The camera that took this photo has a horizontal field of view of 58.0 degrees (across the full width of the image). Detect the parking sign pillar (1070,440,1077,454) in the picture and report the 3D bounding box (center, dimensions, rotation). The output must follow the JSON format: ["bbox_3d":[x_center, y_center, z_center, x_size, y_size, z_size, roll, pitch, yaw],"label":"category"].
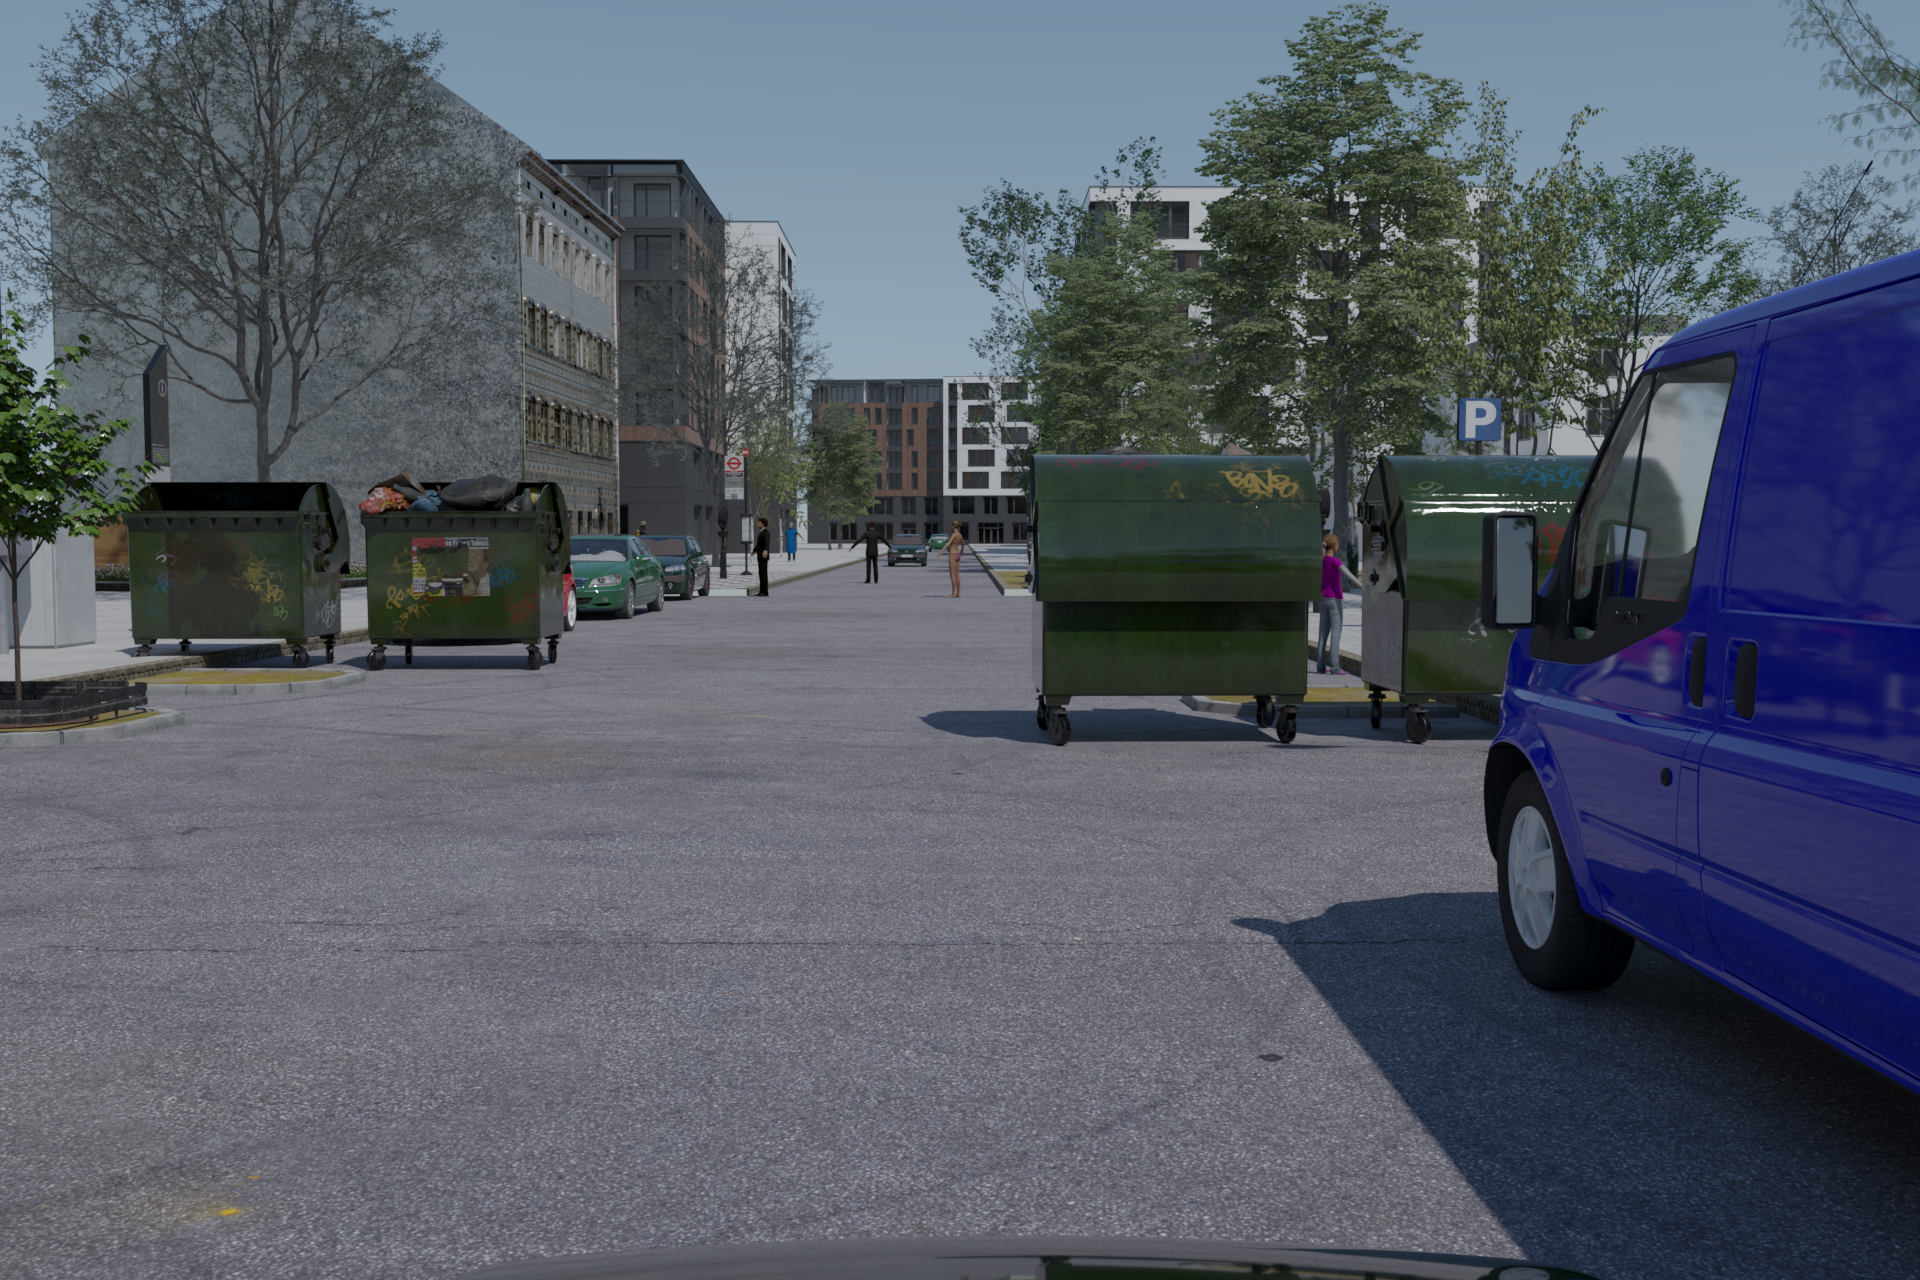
[{"bbox_3d":[3.383,-3.772,50.148,1.447,3.967,1.447,0,4,0],"label":"parking sign pillar"}]

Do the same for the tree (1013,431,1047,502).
[{"bbox_3d":[5.517,-10.520,122.372,4.737,8.622,4.395,0,3,0],"label":"tree"}]

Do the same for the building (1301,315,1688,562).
[{"bbox_3d":[23.159,-8.455,80.386,9.099,9.664,28.070,0,4,0],"label":"building"}]

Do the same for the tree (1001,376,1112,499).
[{"bbox_3d":[5.790,-9.833,95.178,7.601,10.594,8.767,-1,4,-10],"label":"tree"}]

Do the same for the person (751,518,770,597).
[{"bbox_3d":[-4.554,-1.904,39.769,0.705,1.806,1.347,-1,4,-19],"label":"person"}]

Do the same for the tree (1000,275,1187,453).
[{"bbox_3d":[5.447,-8.818,69.935,9.928,11.665,9.643,0,3,0],"label":"tree"}]

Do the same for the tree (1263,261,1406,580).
[{"bbox_3d":[10.769,-5.852,46.040,4.360,8.622,3.978,0,3,0],"label":"tree"}]

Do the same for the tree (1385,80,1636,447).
[{"bbox_3d":[9.079,-4.755,28.110,4.737,8.622,4.395,0,3,0],"label":"tree"}]

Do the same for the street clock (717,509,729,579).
[{"bbox_3d":[-6.817,-2.768,49.834,0.358,2.002,0.471,0,4,2],"label":"street clock"}]

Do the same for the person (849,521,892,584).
[{"bbox_3d":[-2.564,-2.539,50.195,1.346,1.802,0.704,-1,4,-23],"label":"person"}]

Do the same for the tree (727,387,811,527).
[{"bbox_3d":[-9.596,-8.261,85.430,4.737,8.622,4.395,0,3,0],"label":"tree"}]

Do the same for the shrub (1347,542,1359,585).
[{"bbox_3d":[9.586,-1.985,43.576,1.383,1.207,1.383,0,3,0],"label":"shrub"}]

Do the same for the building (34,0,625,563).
[{"bbox_3d":[-26.408,-15.052,77.027,19.493,23.208,18.063,0,4,1],"label":"building"}]

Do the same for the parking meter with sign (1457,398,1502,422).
[{"bbox_3d":[6.672,-1.543,21.492,0.543,3.016,1.738,0,4,0],"label":"parking meter with sign"}]

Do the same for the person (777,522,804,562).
[{"bbox_3d":[-7.792,-4.513,79.919,1.347,1.817,0.704,1,4,14],"label":"person"}]

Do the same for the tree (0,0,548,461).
[{"bbox_3d":[-12.788,-7.428,31.817,12.009,13.543,11.850,0,3,0],"label":"tree"}]

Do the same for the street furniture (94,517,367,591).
[{"bbox_3d":[-17.487,-2.067,40.646,11.010,1.723,9.812,0,4,7],"label":"street furniture"}]

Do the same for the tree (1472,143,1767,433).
[{"bbox_3d":[17.488,-7.382,46.445,9.928,11.665,9.643,0,3,0],"label":"tree"}]

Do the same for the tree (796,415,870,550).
[{"bbox_3d":[-10.469,-12.284,135.258,7.601,10.594,8.767,1,4,19],"label":"tree"}]

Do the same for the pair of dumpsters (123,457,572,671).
[{"bbox_3d":[-6.514,-0.833,18.575,4.436,2.255,1.574,0,3,0],"label":"pair of dumpsters"}]

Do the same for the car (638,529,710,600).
[{"bbox_3d":[-6.660,-1.767,38.684,2.009,1.686,4.222,0,3,0],"label":"car"}]

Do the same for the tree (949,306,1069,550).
[{"bbox_3d":[5.260,-17.608,143.774,12.611,20.169,13.585,0,3,0],"label":"tree"}]

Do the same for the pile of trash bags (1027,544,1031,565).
[{"bbox_3d":[2.983,-2.630,52.752,1.912,1.369,3.447,0,4,-2],"label":"pile of trash bags"}]

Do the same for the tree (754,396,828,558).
[{"bbox_3d":[-9.341,-8.619,91.287,4.737,8.622,4.395,0,3,0],"label":"tree"}]

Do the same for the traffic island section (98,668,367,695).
[{"bbox_3d":[-6.769,0.397,16.380,1.991,0.108,1.994,0,3,0],"label":"traffic island section"}]

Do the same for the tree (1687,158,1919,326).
[{"bbox_3d":[28.234,-8.960,56.873,12.009,13.543,11.850,0,3,0],"label":"tree"}]

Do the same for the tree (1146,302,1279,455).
[{"bbox_3d":[7.740,-6.318,53.663,4.360,8.622,3.978,0,3,0],"label":"tree"}]

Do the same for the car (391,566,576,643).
[{"bbox_3d":[-6.590,-0.919,24.072,2.155,1.783,4.494,0,4,0],"label":"car"}]

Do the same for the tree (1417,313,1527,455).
[{"bbox_3d":[17.087,-6.486,56.413,4.360,8.622,3.978,0,3,0],"label":"tree"}]

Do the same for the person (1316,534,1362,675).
[{"bbox_3d":[3.829,-0.365,17.698,0.599,1.433,0.991,-2,4,-34],"label":"person"}]

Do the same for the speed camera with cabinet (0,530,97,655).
[{"bbox_3d":[-10.386,-1.521,19.204,0.660,3.252,2.038,0,4,0],"label":"speed camera with cabinet"}]

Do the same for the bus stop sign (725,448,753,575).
[{"bbox_3d":[-6.886,-3.991,53.952,0.855,3.939,0.416,0,4,1],"label":"bus stop sign"}]

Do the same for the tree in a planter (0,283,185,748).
[{"bbox_3d":[-6.841,-0.934,12.488,1.991,3.239,1.994,0,4,1],"label":"tree in a planter"}]

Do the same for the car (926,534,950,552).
[{"bbox_3d":[-1.636,-7.816,139.582,2.131,1.459,4.920,0,4,-1],"label":"car"}]

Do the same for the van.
[{"bbox_3d":[2.725,0.041,3.713,2.240,2.365,5.245,0,4,-1],"label":"van"}]

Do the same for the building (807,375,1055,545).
[{"bbox_3d":[-2.860,-23.856,236.480,32.646,21.610,27.936,0,4,6],"label":"building"}]

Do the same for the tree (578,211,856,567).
[{"bbox_3d":[-9.484,-9.564,66.734,12.009,13.543,11.850,0,3,0],"label":"tree"}]

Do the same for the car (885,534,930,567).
[{"bbox_3d":[-2.335,-4.135,77.392,2.009,1.686,4.222,0,4,0],"label":"car"}]

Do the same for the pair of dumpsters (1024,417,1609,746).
[{"bbox_3d":[2.666,-0.447,12.257,4.436,2.255,1.574,0,4,-1],"label":"pair of dumpsters"}]

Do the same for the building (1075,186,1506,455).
[{"bbox_3d":[21.546,-16.776,118.269,27.936,21.610,32.646,0,3,0],"label":"building"}]

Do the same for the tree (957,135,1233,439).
[{"bbox_3d":[6.534,-13.843,82.230,12.611,20.169,13.585,0,3,0],"label":"tree"}]

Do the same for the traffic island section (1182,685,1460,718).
[{"bbox_3d":[2.900,0.511,14.506,1.991,0.108,1.994,0,4,0],"label":"traffic island section"}]

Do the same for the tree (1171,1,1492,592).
[{"bbox_3d":[8.078,-7.316,37.739,7.486,12.596,7.792,0,3,0],"label":"tree"}]

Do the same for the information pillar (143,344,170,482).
[{"bbox_3d":[-9.806,-1.826,21.202,0.183,3.616,0.504,0,4,1],"label":"information pillar"}]

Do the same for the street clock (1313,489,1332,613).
[{"bbox_3d":[5.845,-1.439,28.095,0.358,2.002,0.471,0,4,0],"label":"street clock"}]

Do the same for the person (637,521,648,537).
[{"bbox_3d":[-14.018,-4.346,76.837,0.705,1.856,1.354,-2,4,-25],"label":"person"}]

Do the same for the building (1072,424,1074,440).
[{"bbox_3d":[24.130,-20.449,178.313,27.936,21.610,32.646,0,4,0],"label":"building"}]

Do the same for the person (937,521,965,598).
[{"bbox_3d":[-0.189,-1.820,39.010,0.721,1.733,1.217,2,4,26],"label":"person"}]

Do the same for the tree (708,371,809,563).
[{"bbox_3d":[-9.406,-7.702,76.292,4.360,8.622,3.978,0,3,0],"label":"tree"}]

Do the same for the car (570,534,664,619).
[{"bbox_3d":[-6.439,-1.156,30.695,2.131,1.459,4.920,0,4,0],"label":"car"}]

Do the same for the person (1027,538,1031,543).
[{"bbox_3d":[3.391,-4.003,71.590,1.345,1.843,0.704,-2,4,-30],"label":"person"}]

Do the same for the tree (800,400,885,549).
[{"bbox_3d":[-10.115,-14.004,147.087,7.486,12.596,7.792,0,3,0],"label":"tree"}]

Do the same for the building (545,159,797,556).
[{"bbox_3d":[-25.768,-16.329,110.958,27.936,21.610,32.646,0,4,-1],"label":"building"}]

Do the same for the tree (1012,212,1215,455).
[{"bbox_3d":[5.692,-8.740,61.028,7.486,12.596,7.792,0,3,0],"label":"tree"}]

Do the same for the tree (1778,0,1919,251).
[{"bbox_3d":[8.761,-3.790,12.324,4.360,8.622,3.978,0,3,0],"label":"tree"}]
